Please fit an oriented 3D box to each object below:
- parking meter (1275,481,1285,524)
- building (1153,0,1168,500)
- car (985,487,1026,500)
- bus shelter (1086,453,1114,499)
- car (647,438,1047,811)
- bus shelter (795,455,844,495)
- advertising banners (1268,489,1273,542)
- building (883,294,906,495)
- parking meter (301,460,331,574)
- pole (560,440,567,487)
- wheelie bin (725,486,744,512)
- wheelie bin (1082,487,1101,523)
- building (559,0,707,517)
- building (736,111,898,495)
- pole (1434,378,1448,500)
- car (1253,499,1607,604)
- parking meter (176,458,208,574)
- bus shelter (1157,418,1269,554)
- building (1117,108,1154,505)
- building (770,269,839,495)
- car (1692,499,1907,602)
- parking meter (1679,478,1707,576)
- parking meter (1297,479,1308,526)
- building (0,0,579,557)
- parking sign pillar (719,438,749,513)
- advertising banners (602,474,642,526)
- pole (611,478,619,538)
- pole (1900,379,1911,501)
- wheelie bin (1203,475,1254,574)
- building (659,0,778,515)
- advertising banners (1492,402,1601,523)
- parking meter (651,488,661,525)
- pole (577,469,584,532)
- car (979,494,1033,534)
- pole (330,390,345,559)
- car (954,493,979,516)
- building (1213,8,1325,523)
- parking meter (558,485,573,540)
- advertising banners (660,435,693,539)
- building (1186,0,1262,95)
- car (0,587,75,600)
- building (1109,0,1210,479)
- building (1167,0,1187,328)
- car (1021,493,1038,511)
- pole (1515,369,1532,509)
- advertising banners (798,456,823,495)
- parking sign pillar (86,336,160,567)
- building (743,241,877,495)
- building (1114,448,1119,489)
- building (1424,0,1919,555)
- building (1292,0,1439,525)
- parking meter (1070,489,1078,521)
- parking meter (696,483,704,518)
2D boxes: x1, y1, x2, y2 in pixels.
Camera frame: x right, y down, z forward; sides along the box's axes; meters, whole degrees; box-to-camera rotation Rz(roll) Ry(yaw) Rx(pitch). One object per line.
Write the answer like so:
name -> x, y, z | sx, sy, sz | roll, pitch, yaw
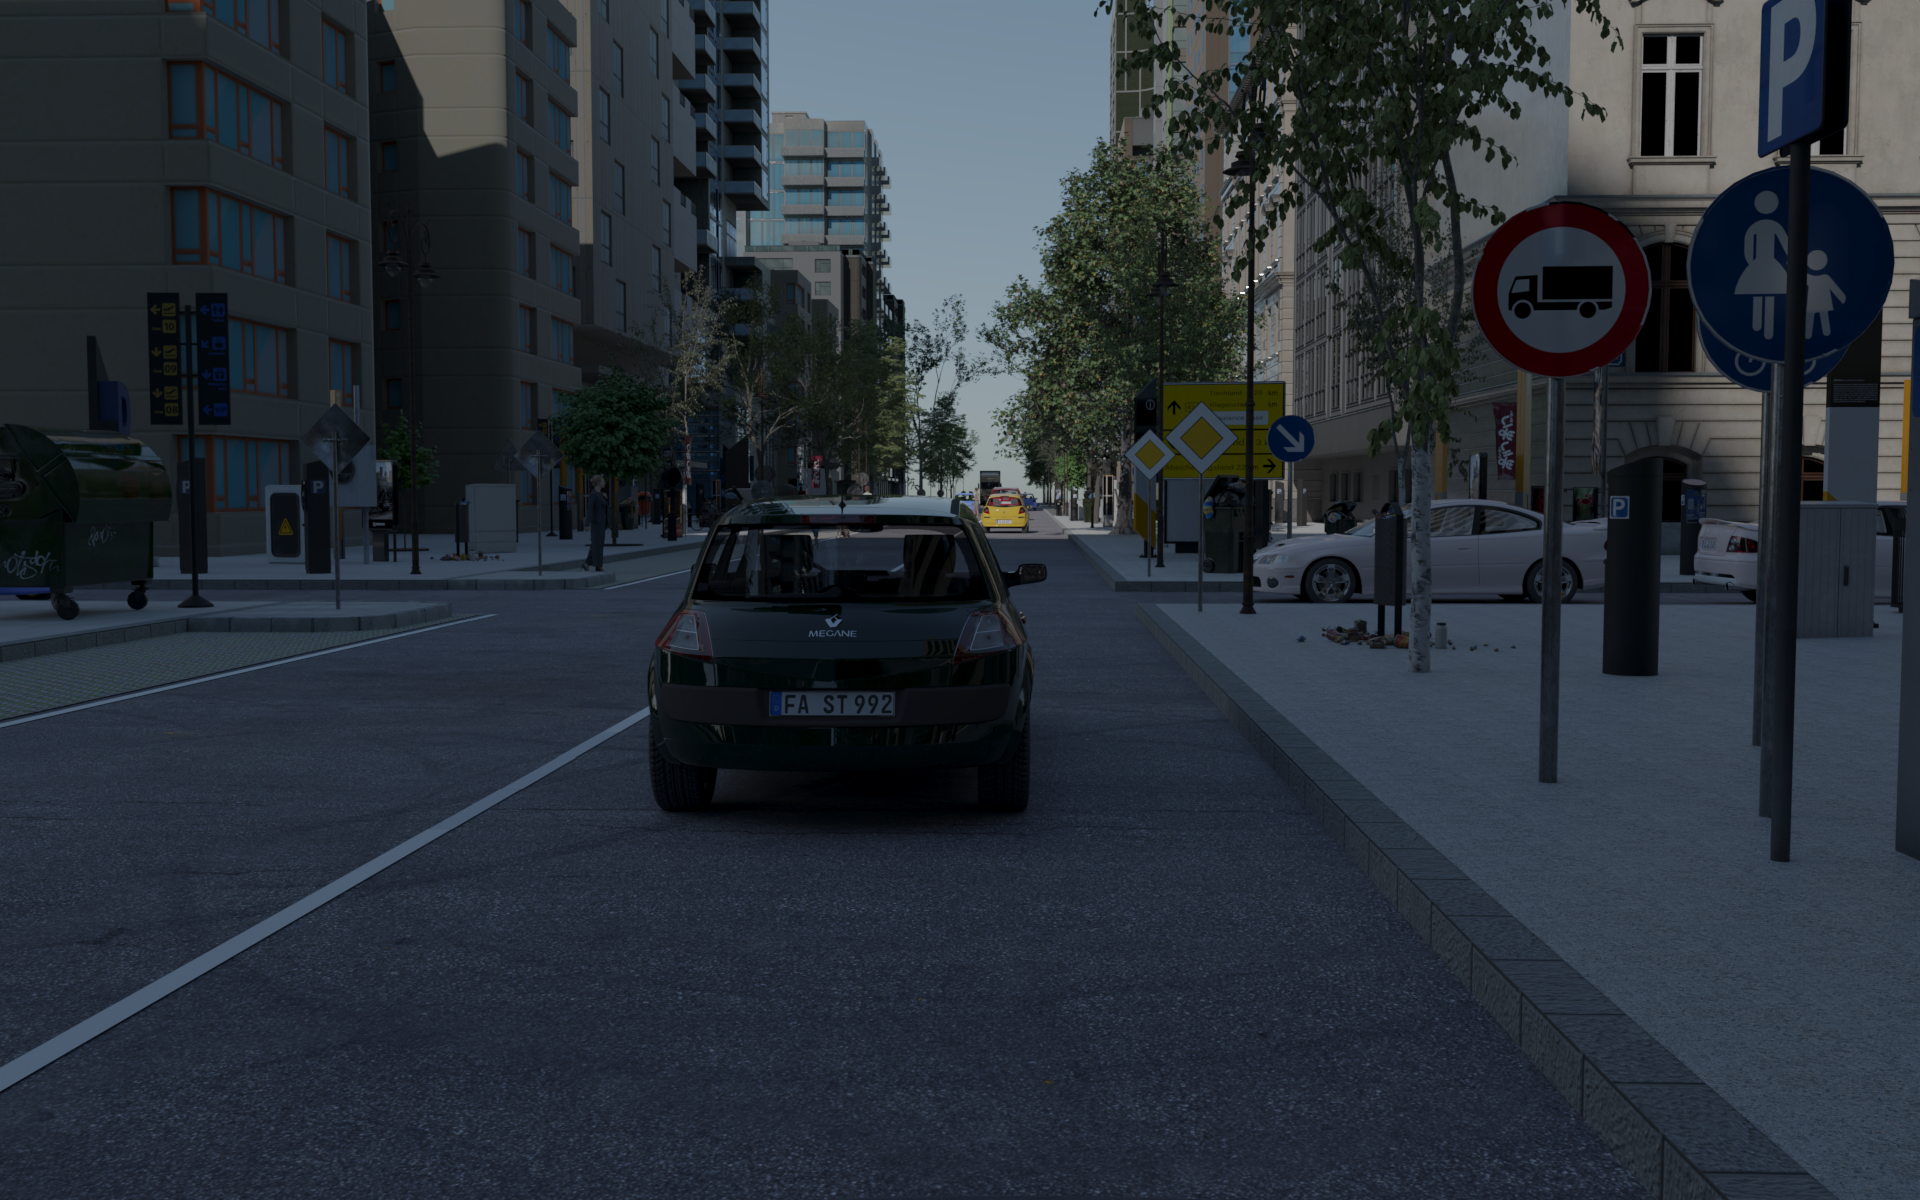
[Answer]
parking meter -> 13.876, -4.247, 75.155 | 0.399, 1.863, 0.255 | 1, 4, 17
building -> 27.729, -37.431, 154.000 | 21.231, 58.520, 28.212 | 0, 4, 2
car -> 2.528, -5.313, 95.536 | 2.281, 1.827, 5.304 | 0, 4, 1
bus shelter -> 7.523, -6.335, 94.852 | 1.731, 3.624, 6.357 | 0, 4, 2
car -> -0.518, 0.035, 9.222 | 2.009, 1.686, 4.222 | 0, 4, 0
bus shelter -> -7.538, -6.069, 93.155 | 2.014, 3.302, 5.546 | 0, 4, 2
advertising banners -> 8.055, -3.027, 45.687 | 0.090, 3.025, 2.074 | 1, 4, 20
building -> -15.230, -29.086, 247.249 | 14.160, 30.474, 14.107 | 0, 4, 2
parking meter -> -10.385, -1.359, 27.925 | 0.399, 1.863, 0.255 | -2, 4, -34
pole -> -11.688, -3.501, 51.087 | 0.158, 3.312, 0.155 | 0, 3, 0
wheelie bin -> -8.359, -3.432, 64.027 | 0.693, 1.594, 0.980 | -1, 4, -12
wheelie bin -> 5.928, -4.280, 77.882 | 0.693, 1.594, 0.980 | -3, 5, -43
building -> -28.768, -30.481, 87.597 | 28.713, 52.752, 27.495 | 0, 4, 2
building -> -20.543, -36.961, 223.917 | 23.786, 49.044, 30.456 | 0, 4, 2
pole -> 8.495, -2.247, 30.580 | 0.158, 3.312, 0.155 | 0, 3, 0
car -> 6.186, -0.638, 22.790 | 4.827, 1.381, 2.083 | 0, 4, 1
parking meter -> -12.376, -1.357, 27.906 | 0.399, 1.863, 0.255 | 1, 4, 13
bus shelter -> 5.108, -2.508, 34.926 | 2.014, 3.302, 5.546 | 0, 4, 2
building -> 25.542, -33.723, 201.487 | 14.600, 45.320, 14.200 | 0, 4, 2
building -> -25.736, -18.570, 148.666 | 27.650, 21.520, 28.899 | 0, 4, 2
car -> 11.880, -0.585, 21.927 | 4.827, 1.381, 2.083 | 0, 4, 4
parking meter -> 11.605, -1.162, 27.408 | 0.372, 1.533, 0.369 | 0, 3, 0
parking meter -> 13.633, -3.872, 69.010 | 0.399, 1.863, 0.255 | -3, 5, -39
building -> -28.318, -12.510, 49.576 | 27.650, 21.520, 28.899 | 0, 4, 2
parking sign pillar -> -10.197, -5.498, 78.358 | 1.447, 3.967, 1.447 | -3, 5, -43
advertising banners -> -13.936, -4.549, 70.565 | 2.074, 3.025, 0.090 | 1, 4, 12
pole -> -10.165, -3.491, 50.923 | 0.158, 3.312, 0.155 | 0, 3, 0
pole -> 16.898, -2.265, 30.877 | 0.158, 3.312, 0.155 | 0, 3, 0
wheelie bin -> 4.368, -1.241, 28.195 | 0.693, 1.594, 0.980 | 3, 5, 41
building -> -23.910, -49.176, 116.694 | 22.319, 86.520, 31.000 | 0, 4, 2
advertising banners -> 11.018, -2.225, 32.566 | 2.074, 3.025, 0.090 | 2, 4, 32
parking meter -> -12.801, -3.948, 72.953 | 0.372, 1.533, 0.369 | 0, 3, 0
pole -> -12.954, -3.986, 59.018 | 0.158, 3.312, 0.155 | 0, 3, 0
car -> 1.702, -3.313, 64.392 | 2.015, 1.641, 3.980 | 0, 4, 3
pole -> -12.233, -2.459, 34.042 | 0.158, 3.312, 0.155 | 0, 3, 0
car -> 0.320, -6.508, 115.991 | 1.945, 1.707, 3.694 | 0, 4, 2
building -> 20.435, -17.827, 88.738 | 12.463, 27.353, 25.104 | 0, 4, 2
parking meter -> -11.116, -2.471, 48.813 | 0.372, 1.533, 0.369 | 0, 3, 0
advertising banners -> -8.283, -3.338, 50.763 | 0.090, 3.025, 2.074 | 1, 4, 17
building -> 23.066, -28.693, 119.248 | 14.600, 45.320, 14.200 | 0, 4, 2
car -> -13.387, -0.773, 22.234 | 3.694, 1.707, 1.945 | 0, 4, 3
building -> 29.914, -49.593, 249.097 | 20.563, 71.187, 20.611 | 0, 4, 2
building -> 22.789, -27.518, 133.511 | 14.154, 41.232, 14.086 | 0, 4, 2
car -> 5.696, -8.481, 148.254 | 1.945, 1.707, 3.694 | 0, 4, 1
pole -> 8.612, -1.997, 26.493 | 0.158, 3.312, 0.155 | 0, 3, 0
advertising banners -> -7.228, -5.030, 78.426 | 2.074, 3.025, 0.090 | -1, 4, -15
parking sign pillar -> -14.818, -2.553, 30.219 | 1.447, 3.967, 1.447 | -1, 4, -15
building -> -17.300, -26.324, 202.100 | 14.160, 30.474, 14.107 | 0, 4, 2
building -> 31.210, -36.957, 223.852 | 23.786, 49.044, 30.456 | 0, 4, 2
building -> 29.628, -13.515, 40.060 | 34.723, 24.649, 14.460 | 0, 4, 2
building -> 21.059, -16.541, 63.949 | 14.314, 27.812, 24.014 | 0, 4, 2
parking meter -> 5.463, -4.545, 82.728 | 0.372, 1.533, 0.369 | 0, 3, 0
parking meter -> -13.854, -5.296, 92.293 | 0.399, 1.863, 0.255 | -3, 5, -45
